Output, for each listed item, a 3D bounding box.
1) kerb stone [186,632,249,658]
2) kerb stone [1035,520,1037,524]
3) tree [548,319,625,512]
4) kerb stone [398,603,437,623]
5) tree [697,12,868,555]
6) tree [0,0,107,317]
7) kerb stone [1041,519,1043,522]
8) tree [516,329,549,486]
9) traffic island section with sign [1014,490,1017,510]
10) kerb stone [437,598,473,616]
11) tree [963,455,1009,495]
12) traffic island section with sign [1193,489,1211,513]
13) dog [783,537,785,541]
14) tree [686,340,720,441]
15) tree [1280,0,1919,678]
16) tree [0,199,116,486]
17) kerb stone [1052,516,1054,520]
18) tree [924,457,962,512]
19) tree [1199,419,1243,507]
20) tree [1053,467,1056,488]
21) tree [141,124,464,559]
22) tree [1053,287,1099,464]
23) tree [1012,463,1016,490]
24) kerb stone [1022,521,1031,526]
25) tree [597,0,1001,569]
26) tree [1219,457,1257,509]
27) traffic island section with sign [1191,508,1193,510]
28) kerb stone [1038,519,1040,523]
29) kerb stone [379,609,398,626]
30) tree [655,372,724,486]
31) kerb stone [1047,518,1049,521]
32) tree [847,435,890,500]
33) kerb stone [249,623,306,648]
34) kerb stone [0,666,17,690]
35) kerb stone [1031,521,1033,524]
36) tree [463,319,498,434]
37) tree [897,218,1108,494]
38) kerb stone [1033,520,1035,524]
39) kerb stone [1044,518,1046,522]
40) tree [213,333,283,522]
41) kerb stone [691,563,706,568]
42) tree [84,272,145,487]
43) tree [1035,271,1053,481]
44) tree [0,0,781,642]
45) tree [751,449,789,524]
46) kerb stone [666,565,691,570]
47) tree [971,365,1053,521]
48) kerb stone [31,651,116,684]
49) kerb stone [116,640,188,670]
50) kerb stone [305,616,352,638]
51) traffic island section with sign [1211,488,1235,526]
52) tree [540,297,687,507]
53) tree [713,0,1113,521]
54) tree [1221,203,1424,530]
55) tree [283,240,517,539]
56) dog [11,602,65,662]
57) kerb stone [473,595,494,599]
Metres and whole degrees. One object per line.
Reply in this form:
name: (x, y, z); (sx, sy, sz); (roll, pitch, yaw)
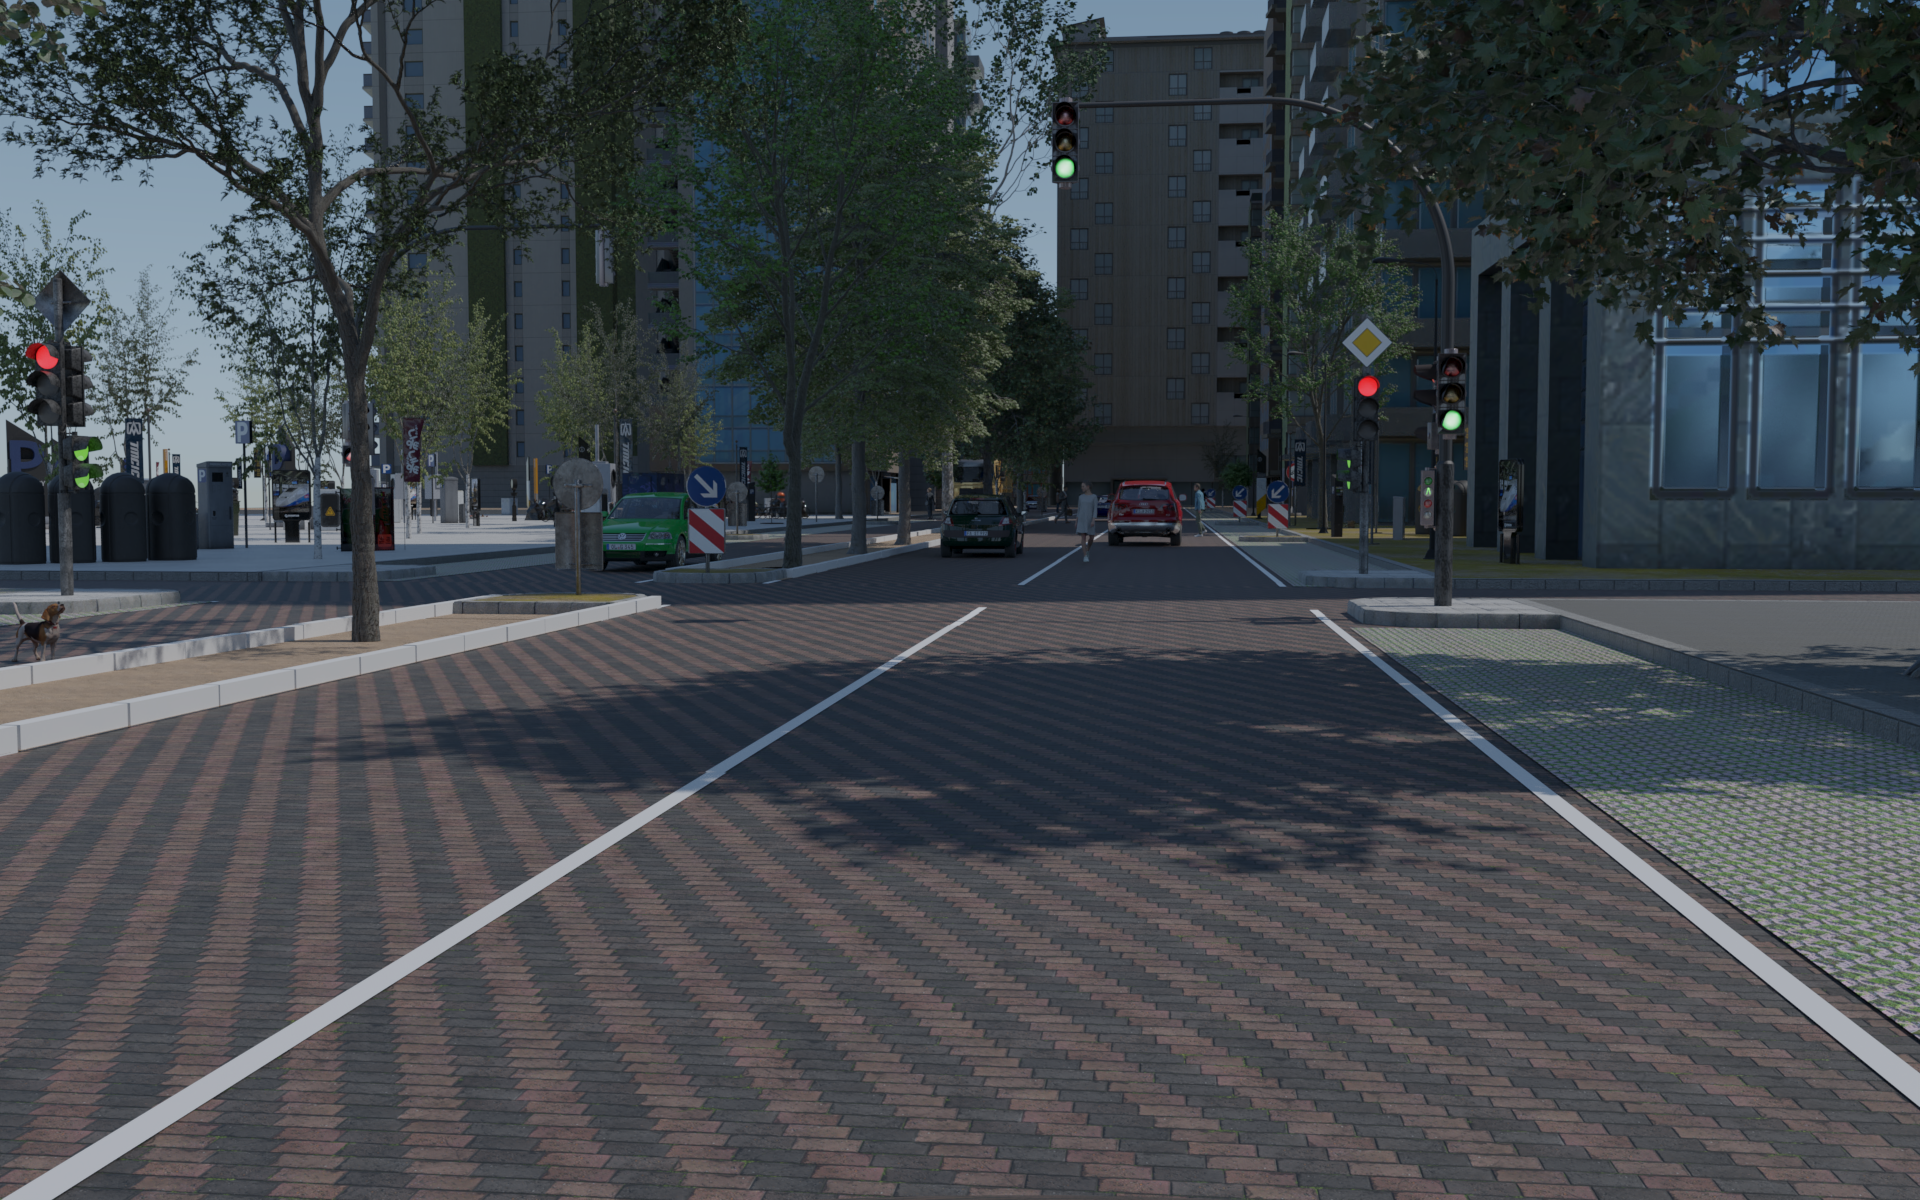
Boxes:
kerb stone: (-6.704, 0.410, 15.498); (0.120, 0.150, 1.000); (0, 4, 7)
kerb stone: (3.445, -3.711, 82.880); (0.120, 0.150, 1.000); (0, 4, 7)
tree: (-16.288, -7.529, 73.463); (4.737, 8.622, 4.395); (0, 3, 0)
kerb stone: (-6.211, 0.160, 19.581); (0.120, 0.150, 1.000); (0, 4, 7)
tree: (-2.459, -7.369, 41.062); (7.486, 12.596, 7.792); (0, 3, 0)
tree: (-6.935, -5.954, 6.459); (9.857, 13.997, 8.962); (0, 3, 0)
kerb stone: (3.935, -3.954, 86.958); (0.120, 0.150, 1.000); (0, 4, 7)
tree: (-18.672, -7.050, 65.625); (4.737, 8.622, 4.395); (0, 3, 0)
traffic island section with sign: (5.269, -9.149, 158.215); (1.989, 1.847, 2.006); (0, 4, 7)
kerb stone: (-6.083, 0.098, 20.595); (0.120, 0.150, 1.000); (0, 4, 7)
tree: (1.268, -12.271, 150.988); (4.360, 8.622, 3.978); (0, 3, 0)
traffic island section with sign: (18.566, -7.358, 128.936); (1.989, 1.847, 2.006); (0, 4, 7)
dog: (-5.133, -2.004, 52.952); (0.550, 0.427, 0.748); (0, 4, 0)
tree: (-13.310, -7.928, 79.978); (4.360, 8.622, 3.978); (0, 3, 0)
tree: (7.021, -5.790, 11.676); (9.611, 12.733, 9.660); (0, 3, 0)
tree: (-22.650, -5.638, 42.543); (4.737, 8.622, 4.395); (0, 3, 0)
kerb stone: (4.907, -4.451, 95.096); (0.120, 0.150, 1.000); (0, 4, 7)
tree: (-0.938, -8.673, 125.514); (4.285, 4.588, 4.351); (0, 3, 0)
tree: (25.349, -13.338, 168.443); (4.360, 8.622, 3.978); (0, 3, 0)
tree: (3.414, -8.434, 90.714); (4.737, 8.622, 4.395); (0, 3, 0)
tree: (-12.948, -5.129, 34.216); (4.360, 8.622, 3.978); (0, 3, 0)
tree: (2.861, -10.020, 84.416); (7.486, 12.596, 7.792); (0, 3, 0)
tree: (3.871, -13.182, 165.882); (4.360, 8.622, 3.978); (0, 3, 0)
kerb stone: (3.077, -3.525, 79.833); (0.120, 0.150, 1.000); (0, 4, 7)
tree: (-3.073, -6.367, 32.311); (9.928, 11.665, 9.643); (0, 3, 0)
tree: (24.350, -10.284, 151.859); (4.285, 4.588, 4.351); (0, 3, 0)
traffic island section with sign: (21.752, -8.995, 155.703); (1.989, 1.847, 2.006); (0, 4, 7)
kerb stone: (3.693, -3.836, 84.915); (0.120, 0.150, 1.000); (0, 4, 7)
kerb stone: (-6.328, 0.223, 18.557); (0.120, 0.150, 1.000); (0, 4, 7)
tree: (-16.155, -9.333, 102.949); (4.737, 8.622, 4.395); (0, 3, 0)
kerb stone: (4.432, -4.210, 91.029); (0.120, 0.150, 1.000); (0, 4, 7)
tree: (-4.941, -9.245, 101.523); (4.360, 8.622, 3.978); (0, 3, 0)
kerb stone: (-6.570, 0.354, 16.523); (0.120, 0.150, 1.000); (0, 4, 7)
kerb stone: (-7.057, 0.596, 12.443); (0.120, 0.150, 1.000); (0, 4, 7)
kerb stone: (3.205, -3.587, 80.850); (0.120, 0.150, 1.000); (0, 4, 7)
tree: (-17.453, -6.480, 56.304); (4.360, 8.622, 3.978); (0, 3, 0)
tree: (1.141, -9.252, 70.730); (9.611, 12.733, 9.660); (0, 3, 0)
kerb stone: (3.325, -3.650, 81.865); (0.120, 0.150, 1.000); (0, 4, 7)
kerb stone: (4.181, -4.085, 88.988); (0.120, 0.150, 1.000); (0, 4, 7)
tree: (-31.761, -7.869, 79.028); (4.737, 8.622, 4.395); (0, 3, 0)
kerb stone: (-4.810, -0.553, 31.269); (0.120, 0.150, 1.000); (0, 4, 7)
tree: (-26.723, -6.453, 55.876); (4.360, 8.622, 3.978); (0, 3, 0)
tree: (-1.628, -7.829, 48.588); (7.486, 12.596, 7.792); (0, 3, 0)
tree: (-5.683, -4.888, 16.786); (8.767, 10.594, 7.601); (0, 4, 7)
tree: (-8.198, -4.870, 74.229); (1.663, 3.219, 1.824); (0, 3, 0)
kerb stone: (-4.941, -0.493, 30.249); (0.120, 0.150, 1.000); (0, 4, 7)
tree: (1.718, -7.682, 78.428); (4.737, 8.622, 4.395); (0, 3, 0)
kerb stone: (-6.937, 0.534, 13.464); (0.120, 0.150, 1.000); (0, 4, 7)
kerb stone: (-6.814, 0.473, 14.482); (0.120, 0.150, 1.000); (0, 4, 7)
kerb stone: (-6.454, 0.285, 17.541); (0.120, 0.150, 1.000); (0, 4, 7)
traffic island section with sign: (12.627, -4.306, 79.030); (1.989, 1.847, 2.006); (0, 4, 7)
tree: (-13.072, -6.972, 64.353); (4.360, 8.622, 3.978); (0, 3, 0)
tree: (-1.535, -12.306, 59.551); (12.611, 20.169, 13.585); (0, 3, 0)
tree: (13.020, -8.365, 62.527); (9.928, 11.665, 9.643); (0, 3, 0)
tree: (-16.017, -6.059, 49.431); (4.737, 8.622, 4.395); (0, 3, 0)
dog: (-7.863, 0.276, 14.782); (0.540, 0.507, 0.406); (-1, 4, -10)
kerb stone: (-5.970, 0.036, 21.611); (0.120, 0.150, 1.000); (0, 4, 7)
